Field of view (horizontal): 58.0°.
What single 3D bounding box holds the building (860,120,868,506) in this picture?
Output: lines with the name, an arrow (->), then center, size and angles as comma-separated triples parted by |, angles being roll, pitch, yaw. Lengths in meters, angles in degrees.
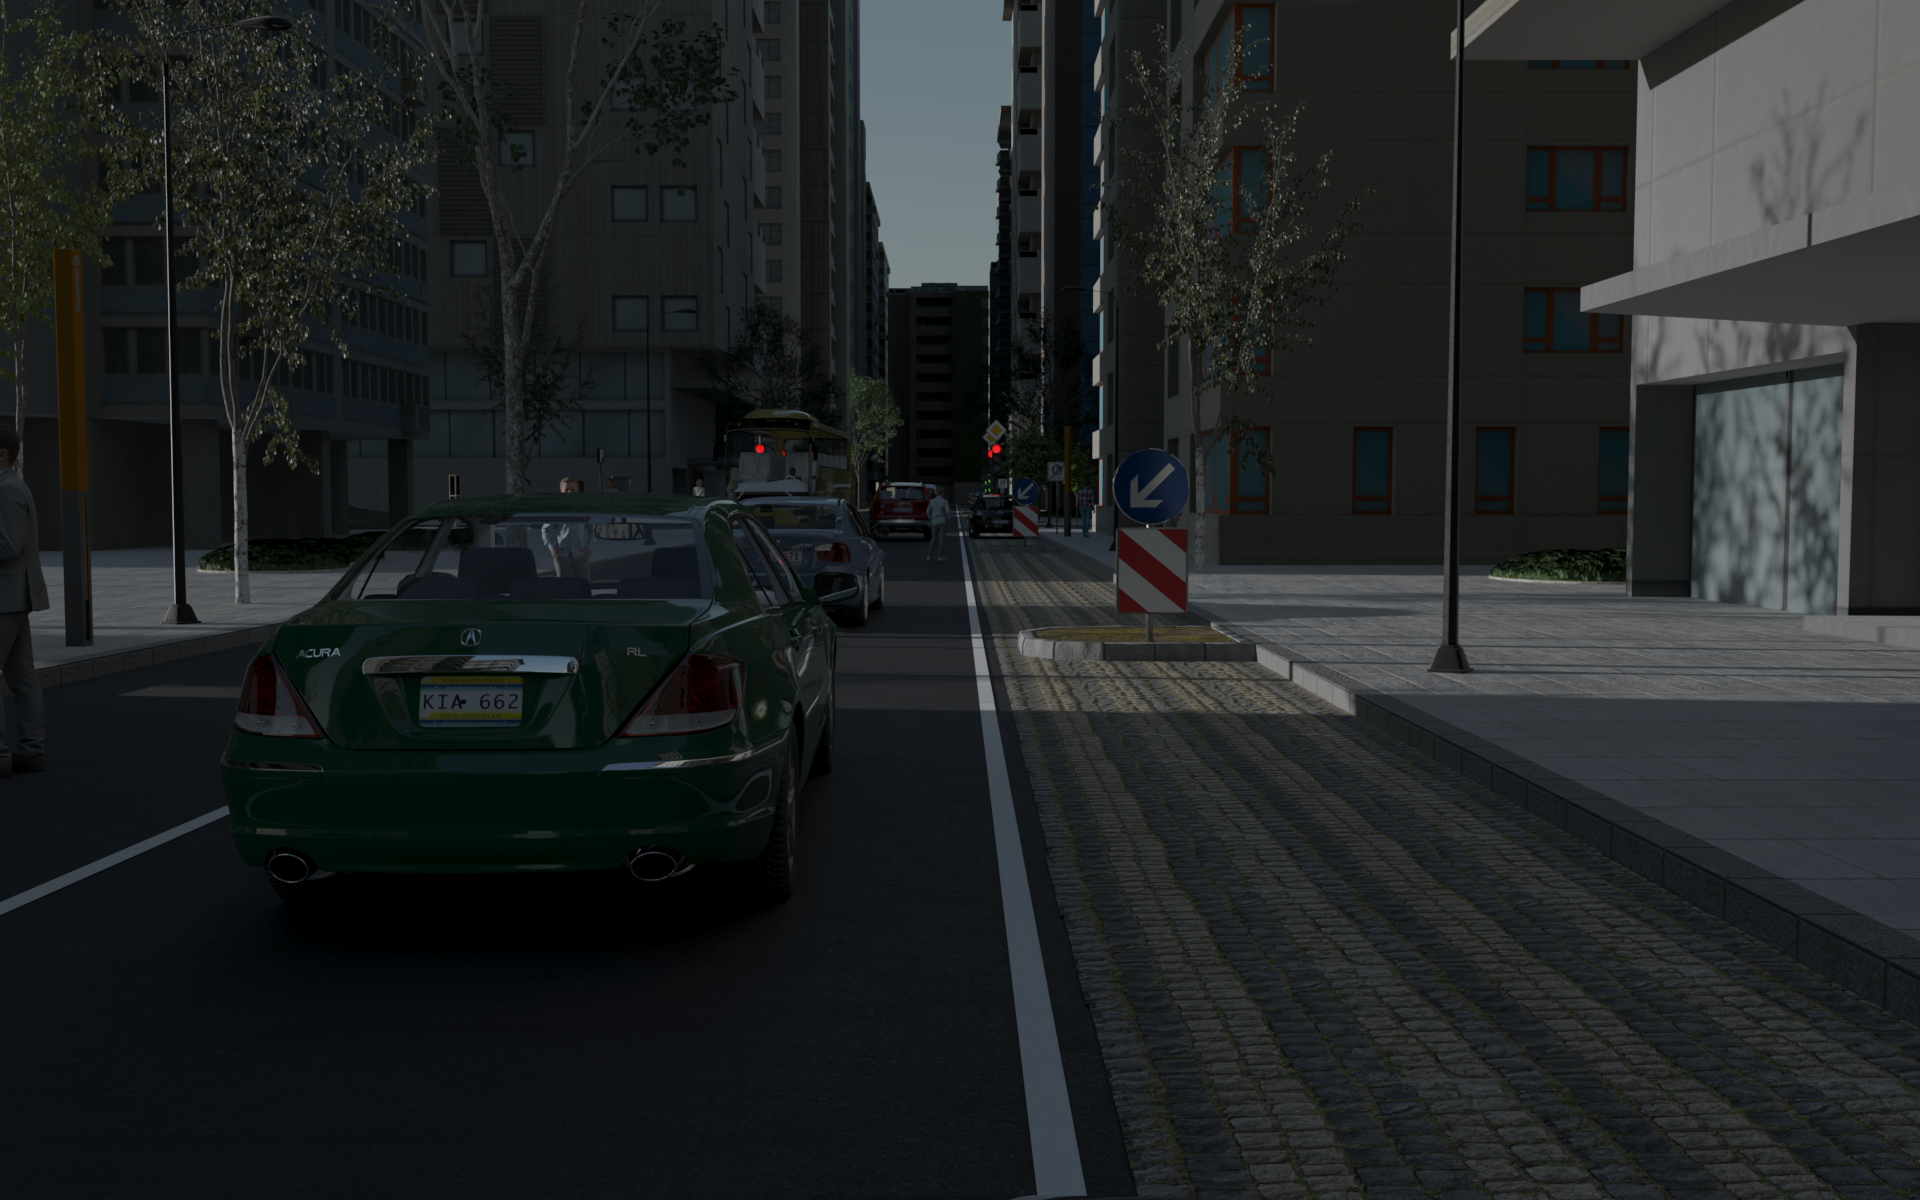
building -> -17.283, -30.597, 183.853 | 14.154, 41.232, 14.086 | 0, 4, 0

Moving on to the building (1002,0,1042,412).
building -> 18.712, -35.223, 165.135 | 28.713, 52.752, 27.495 | 0, 4, 0

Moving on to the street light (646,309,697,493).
street light -> -7.280, -4.340, 43.501 | 1.470, 5.913, 1.316 | 0, 4, 0

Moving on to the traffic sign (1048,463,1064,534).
traffic sign -> 3.113, -3.265, 55.519 | 0.606, 2.300, 0.079 | 0, 4, 7

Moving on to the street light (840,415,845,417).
street light -> -7.435, -7.906, 101.796 | 1.470, 5.913, 1.316 | 0, 4, 0

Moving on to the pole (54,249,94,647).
pole -> -7.441, -1.266, 14.539 | 0.158, 3.312, 0.155 | 0, 3, 0

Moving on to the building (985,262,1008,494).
building -> 10.643, -27.169, 215.920 | 14.160, 30.474, 14.107 | 0, 4, 0

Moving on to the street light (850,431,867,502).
street light -> -7.551, -9.527, 128.300 | 1.470, 5.913, 1.316 | 0, 4, 0

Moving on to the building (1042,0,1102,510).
building -> 12.080, -27.647, 102.145 | 14.600, 45.320, 14.200 | 0, 4, 0

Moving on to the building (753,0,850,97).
building -> -15.487, -27.126, 127.110 | 14.154, 41.232, 14.086 | 0, 4, 0

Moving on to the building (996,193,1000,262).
building -> 12.253, -36.046, 239.457 | 14.200, 45.320, 14.600 | 0, 4, 0

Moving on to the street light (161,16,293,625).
street light -> -7.186, -2.719, 16.997 | 1.470, 5.913, 1.316 | 0, 4, 0

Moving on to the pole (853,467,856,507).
pole -> -7.998, -8.397, 131.130 | 0.158, 3.312, 0.155 | 0, 3, 0

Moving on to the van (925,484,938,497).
van -> -1.659, -4.288, 77.126 | 2.013, 2.044, 4.112 | 0, 4, -1

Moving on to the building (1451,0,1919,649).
building -> 19.475, -25.610, 7.962 | 28.713, 52.752, 27.495 | 0, 4, 0

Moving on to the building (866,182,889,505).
building -> -21.551, -31.532, 207.434 | 23.993, 40.220, 32.217 | 0, 4, 0

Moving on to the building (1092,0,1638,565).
building -> 18.458, -12.233, 45.042 | 27.650, 21.520, 28.899 | 0, 4, 0

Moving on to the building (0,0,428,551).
building -> -28.429, -21.767, 47.772 | 23.993, 40.220, 32.217 | 0, 4, 0

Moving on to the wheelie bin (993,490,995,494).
wheelie bin -> 2.825, -8.304, 143.671 | 0.693, 1.594, 0.980 | 0, 4, -4

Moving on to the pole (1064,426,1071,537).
pole -> 3.245, -3.566, 52.147 | 0.158, 3.312, 0.155 | 0, 3, 0

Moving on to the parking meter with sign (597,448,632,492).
parking meter with sign -> -12.947, -4.285, 66.326 | 1.738, 3.016, 0.543 | 0, 4, 6

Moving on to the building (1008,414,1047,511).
building -> 15.331, -50.078, 131.440 | 22.319, 86.520, 31.000 | 0, 4, 0

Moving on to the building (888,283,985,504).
building -> -2.968, -28.633, 239.852 | 14.107, 30.474, 14.160 | 0, 4, 0

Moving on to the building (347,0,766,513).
building -> -25.646, -31.116, 97.991 | 28.713, 52.752, 27.495 | 0, 4, 0

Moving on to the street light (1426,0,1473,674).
street light -> 3.003, -2.435, 12.359 | 1.470, 5.913, 1.316 | 0, 4, 0

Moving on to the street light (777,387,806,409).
street light -> -7.367, -6.284, 75.292 | 1.470, 5.913, 1.316 | 0, 4, 0

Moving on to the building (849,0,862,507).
building -> -20.531, -37.905, 161.739 | 21.231, 58.520, 28.212 | 0, 4, 0

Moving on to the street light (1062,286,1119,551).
street light -> 2.973, -4.056, 38.863 | 1.470, 5.913, 1.316 | 0, 4, 0

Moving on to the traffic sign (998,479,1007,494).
traffic sign -> 2.905, -7.079, 117.871 | 0.606, 2.300, 0.079 | 0, 4, 3

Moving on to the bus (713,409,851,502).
bus -> -5.187, -3.805, 53.752 | 2.896, 3.916, 12.252 | 0, 4, 2

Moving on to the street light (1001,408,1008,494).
street light -> 2.711, -7.421, 93.871 | 1.470, 5.913, 1.316 | 0, 4, 0

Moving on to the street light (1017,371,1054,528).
street light -> 2.847, -5.688, 65.545 | 1.470, 5.913, 1.316 | 0, 4, 0

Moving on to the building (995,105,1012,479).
building -> 15.157, -32.959, 193.496 | 22.147, 44.769, 28.867 | 0, 4, 0

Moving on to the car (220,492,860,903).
car -> -1.522, 0.262, 7.520 | 2.131, 1.459, 4.920 | 0, 4, -1
